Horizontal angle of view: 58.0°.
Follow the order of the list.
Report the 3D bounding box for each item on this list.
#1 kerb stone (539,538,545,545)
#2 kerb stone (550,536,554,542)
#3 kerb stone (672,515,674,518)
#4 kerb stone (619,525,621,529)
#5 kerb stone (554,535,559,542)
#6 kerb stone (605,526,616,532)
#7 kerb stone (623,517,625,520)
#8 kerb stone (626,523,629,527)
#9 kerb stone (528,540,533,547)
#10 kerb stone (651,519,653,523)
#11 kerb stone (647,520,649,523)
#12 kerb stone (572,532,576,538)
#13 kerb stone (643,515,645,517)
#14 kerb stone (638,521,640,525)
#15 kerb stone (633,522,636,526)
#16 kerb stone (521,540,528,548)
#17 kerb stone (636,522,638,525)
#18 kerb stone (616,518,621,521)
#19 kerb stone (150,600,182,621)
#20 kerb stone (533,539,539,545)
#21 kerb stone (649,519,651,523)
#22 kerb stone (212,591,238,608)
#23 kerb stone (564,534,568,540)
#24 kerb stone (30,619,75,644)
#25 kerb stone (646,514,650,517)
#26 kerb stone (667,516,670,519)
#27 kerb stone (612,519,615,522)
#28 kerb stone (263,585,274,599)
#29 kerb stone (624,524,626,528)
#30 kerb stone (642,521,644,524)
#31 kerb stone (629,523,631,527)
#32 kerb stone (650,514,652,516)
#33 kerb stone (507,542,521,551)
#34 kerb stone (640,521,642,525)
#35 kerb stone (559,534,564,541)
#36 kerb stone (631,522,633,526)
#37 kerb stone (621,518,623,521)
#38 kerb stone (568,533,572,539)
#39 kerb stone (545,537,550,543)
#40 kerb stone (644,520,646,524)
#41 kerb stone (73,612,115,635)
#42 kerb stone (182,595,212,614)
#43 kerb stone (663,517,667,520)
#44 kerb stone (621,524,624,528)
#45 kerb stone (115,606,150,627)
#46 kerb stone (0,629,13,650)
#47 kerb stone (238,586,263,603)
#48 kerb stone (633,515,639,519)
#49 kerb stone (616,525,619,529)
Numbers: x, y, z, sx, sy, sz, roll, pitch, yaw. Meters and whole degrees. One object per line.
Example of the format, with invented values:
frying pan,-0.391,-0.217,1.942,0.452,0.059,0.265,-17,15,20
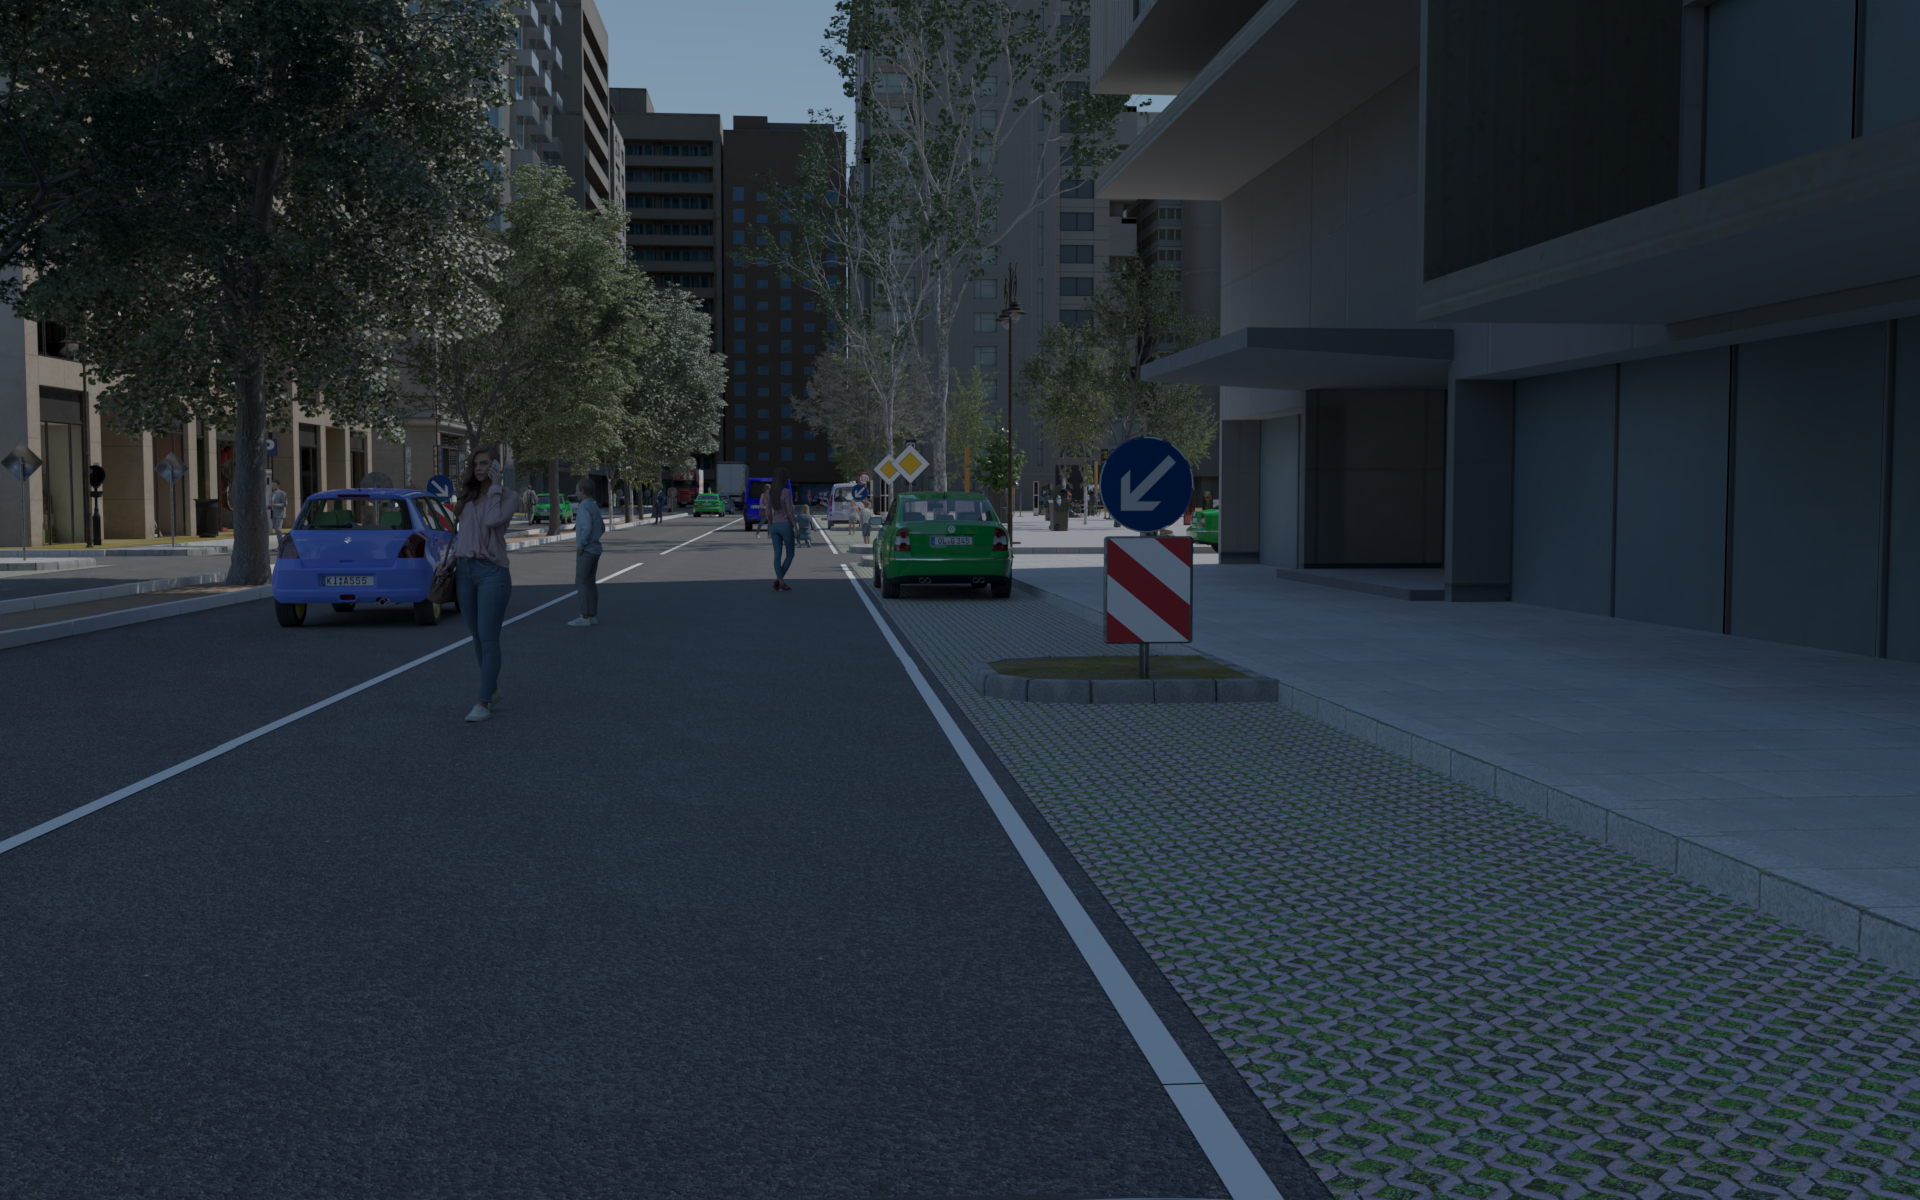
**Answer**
kerb stone,-12.001,-1.651,49.191,0.120,0.150,1.000,0,4,-5
kerb stone,-12.203,-1.776,51.231,0.120,0.150,1.000,0,4,-5
kerb stone,-16.814,-4.773,100.241,0.120,0.150,1.000,0,4,-5
kerb stone,-14.023,-2.955,70.635,0.120,0.150,1.000,0,4,-5
kerb stone,-12.299,-1.838,52.249,0.120,0.150,1.000,0,4,-5
kerb stone,-13.828,-2.838,68.591,0.120,0.150,1.000,0,4,-5
kerb stone,-18.239,-4.321,92.881,0.120,0.150,1.000,0,4,-5
kerb stone,-14.320,-3.150,73.691,0.120,0.150,1.000,0,4,-5
kerb stone,-11.822,-1.527,47.155,0.120,0.150,1.000,0,4,-5
kerb stone,-15.466,-3.892,85.942,0.120,0.150,1.000,0,4,-5
kerb stone,-15.274,-3.773,83.892,0.120,0.150,1.000,0,4,-5
kerb stone,-12.679,-2.085,56.331,0.120,0.150,1.000,0,4,-5
kerb stone,-19.383,-5.072,105.124,0.120,0.150,1.000,0,4,-5
kerb stone,-14.797,-3.462,78.793,0.120,0.150,1.000,0,4,-5
kerb stone,-14.598,-3.337,76.754,0.120,0.150,1.000,0,4,-5
kerb stone,-11.724,-1.463,46.137,0.120,0.150,1.000,0,4,-5
kerb stone,-14.697,-3.397,77.773,0.120,0.150,1.000,0,4,-5
kerb stone,-18.043,-4.199,90.841,0.120,0.150,1.000,0,4,-5
kerb stone,-9.266,0.132,20.036,0.120,0.150,1.000,0,4,-5
kerb stone,-11.924,-1.589,48.172,0.120,0.150,1.000,0,4,-5
kerb stone,-15.375,-3.835,84.909,0.120,0.150,1.000,0,4,-5
kerb stone,-9.461,0.012,22.080,0.120,0.150,1.000,0,4,-5
kerb stone,-12.493,-1.963,54.284,0.120,0.150,1.000,0,4,-5
kerb stone,-8.976,0.326,16.974,0.120,0.150,1.000,0,4,-5
kerb stone,-19.780,-5.322,109.202,0.120,0.150,1.000,0,4,-5
kerb stone,-16.523,-4.584,97.183,0.120,0.150,1.000,0,4,-5
kerb stone,-17.747,-4.012,87.784,0.120,0.150,1.000,0,4,-5
kerb stone,-9.649,-0.118,24.127,0.120,0.150,1.000,0,4,-5
kerb stone,-14.224,-3.085,72.673,0.120,0.150,1.000,0,4,-5
kerb stone,-14.991,-3.586,80.831,0.120,0.150,1.000,0,4,-5
kerb stone,-14.407,-3.212,74.712,0.120,0.150,1.000,0,4,-5
kerb stone,-19.864,-5.383,110.221,0.120,0.150,1.000,0,4,-5
kerb stone,-11.631,-1.402,45.119,0.120,0.150,1.000,0,4,-5
kerb stone,-14.898,-3.518,79.810,0.120,0.150,1.000,0,4,-5
kerb stone,-12.394,-1.900,53.266,0.120,0.150,1.000,0,4,-5
kerb stone,-14.507,-3.275,75.735,0.120,0.150,1.000,0,4,-5
kerb stone,-18.135,-4.261,91.864,0.120,0.150,1.000,0,4,-5
kerb stone,-12.587,-2.024,55.302,0.120,0.150,1.000,0,4,-5
kerb stone,-12.106,-1.711,50.208,0.120,0.150,1.000,0,4,-5
kerb stone,-15.079,-3.646,81.851,0.120,0.150,1.000,0,4,-5
kerb stone,-9.065,0.259,18.002,0.120,0.150,1.000,0,4,-5
kerb stone,-9.361,0.071,21.062,0.120,0.150,1.000,0,4,-5
kerb stone,-16.339,-4.455,95.137,0.120,0.150,1.000,0,4,-5
kerb stone,-14.124,-3.025,71.652,0.120,0.150,1.000,0,4,-5
kerb stone,-9.171,0.194,19.018,0.120,0.150,1.000,0,4,-5
kerb stone,-8.879,0.382,15.956,0.120,0.150,1.000,0,4,-5
kerb stone,-9.555,-0.053,23.107,0.120,0.150,1.000,0,4,-5
kerb stone,-19.198,-4.947,103.080,0.120,0.150,1.000,0,4,-5
kerb stone,-13.938,-2.900,69.614,0.120,0.150,1.000,0,4,-5
